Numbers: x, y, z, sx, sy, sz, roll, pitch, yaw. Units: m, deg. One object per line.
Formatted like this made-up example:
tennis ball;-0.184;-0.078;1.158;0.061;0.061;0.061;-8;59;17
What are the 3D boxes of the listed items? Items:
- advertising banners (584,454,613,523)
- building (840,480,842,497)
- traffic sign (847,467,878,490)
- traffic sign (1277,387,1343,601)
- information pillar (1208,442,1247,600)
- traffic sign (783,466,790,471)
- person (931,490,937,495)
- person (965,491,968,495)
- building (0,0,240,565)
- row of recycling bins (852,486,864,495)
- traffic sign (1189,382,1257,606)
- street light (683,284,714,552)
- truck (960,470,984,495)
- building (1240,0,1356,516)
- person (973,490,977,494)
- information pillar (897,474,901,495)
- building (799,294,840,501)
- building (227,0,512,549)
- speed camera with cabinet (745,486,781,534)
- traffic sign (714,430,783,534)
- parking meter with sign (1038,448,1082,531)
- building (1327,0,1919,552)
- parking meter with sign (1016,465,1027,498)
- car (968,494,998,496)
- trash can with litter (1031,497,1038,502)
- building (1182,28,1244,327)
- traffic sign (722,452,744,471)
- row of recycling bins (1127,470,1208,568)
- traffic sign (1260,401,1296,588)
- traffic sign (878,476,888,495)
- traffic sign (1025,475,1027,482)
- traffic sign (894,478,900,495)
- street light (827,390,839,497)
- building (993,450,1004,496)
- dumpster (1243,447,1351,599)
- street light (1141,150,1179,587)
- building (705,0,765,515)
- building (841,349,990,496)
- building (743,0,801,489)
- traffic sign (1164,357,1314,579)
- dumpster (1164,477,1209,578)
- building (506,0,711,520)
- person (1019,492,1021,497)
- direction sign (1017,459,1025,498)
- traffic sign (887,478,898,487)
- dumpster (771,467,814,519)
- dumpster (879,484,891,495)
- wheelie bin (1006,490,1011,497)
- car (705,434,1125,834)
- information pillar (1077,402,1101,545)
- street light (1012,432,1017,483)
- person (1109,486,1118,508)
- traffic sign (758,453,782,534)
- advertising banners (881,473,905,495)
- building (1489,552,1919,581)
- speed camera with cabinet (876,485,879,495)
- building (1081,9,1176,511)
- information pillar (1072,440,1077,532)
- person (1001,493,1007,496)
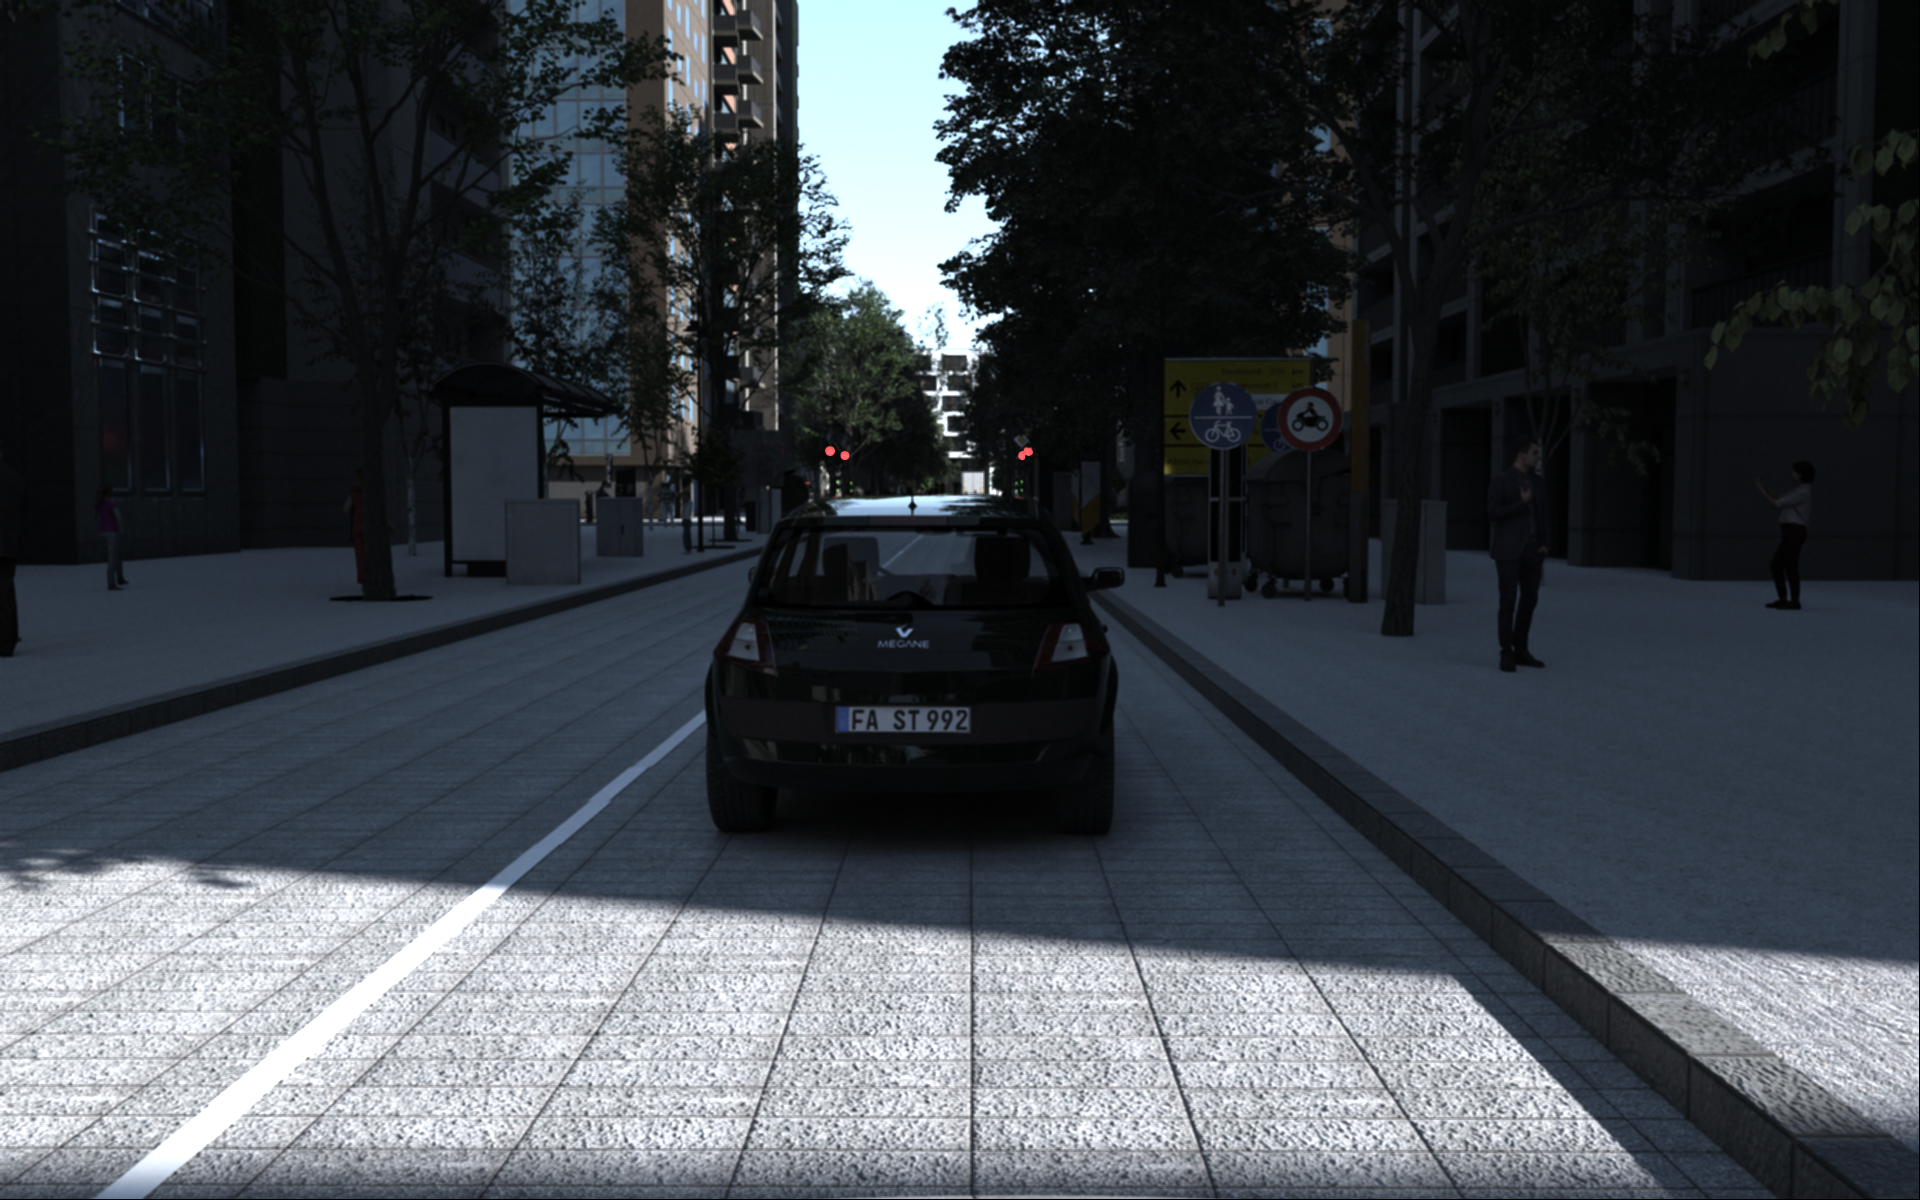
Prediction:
advertising banners;-15.940;-4.910;76.465;2.074;3.025;0.090;3;5;43
building;-18.436;-21.745;211.953;11.380;20.091;16.016;0;4;0
traffic sign;-6.581;-7.428;115.326;2.265;3.308;0.079;0;4;1
traffic sign;4.162;-1.257;20.650;0.768;2.556;0.104;1;4;9
information pillar;3.229;-1.014;21.063;0.304;2.012;0.304;-3;5;-41
traffic sign;-7.951;-4.868;79.704;0.768;2.556;0.104;0;4;3
person;-2.534;-9.715;167.303;1.348;1.831;0.705;-1;4;-15
person;0.619;-11.397;195.576;0.721;1.736;1.217;-2;4;-32
building;-25.175;-43.277;20.245;22.319;86.520;31.000;0;4;0
row of recycling bins;-5.585;-5.067;89.953;1.069;1.692;3.534;0;4;-8
traffic sign;2.992;-1.201;19.748;0.768;2.556;0.104;1;4;10
street light;-5.767;-4.009;38.329;0.468;5.910;1.993;0;4;0
truck;1.429;-13.303;206.409;2.839;4.237;11.283;0;4;-1
building;22.843;-26.951;90.763;14.200;45.320;14.600;0;4;0
person;1.506;-9.892;170.221;1.348;1.826;0.705;-1;4;-11
information pillar;-4.961;-9.102;140.169;0.183;3.616;0.504;2;4;25
building;-21.261;-18.442;167.990;16.747;18.905;31.486;0;4;0
building;-28.137;-30.991;48.706;28.212;58.520;21.231;0;4;0
speed camera with cabinet;-6.438;-3.807;56.587;0.660;3.252;2.038;1;4;13
traffic sign;-6.765;-3.754;55.248;2.265;3.308;0.079;0;4;2
parking meter with sign;3.568;-3.888;59.831;1.738;3.016;0.543;0;4;4
building;21.636;-37.328;48.561;20.563;71.187;20.611;0;4;0
parking meter with sign;4.294;-6.592;104.044;1.738;3.016;0.543;2;4;24
car;0.729;-3.073;60.473;2.015;1.641;3.980;0;4;-1
trash can with litter;3.911;-4.193;79.611;2.233;1.210;1.678;0;4;-1
building;20.079;-20.426;105.663;14.160;30.474;14.107;0;4;0
traffic sign;-6.805;-3.157;51.722;0.768;2.556;0.104;0;4;8
row of recycling bins;4.012;-1.491;31.489;1.069;1.692;3.534;2;4;27
traffic sign;4.454;-1.436;23.577;0.768;2.556;0.104;0;4;5
traffic sign;-5.345;-7.284;119.204;0.768;2.556;0.104;0;4;4
traffic sign;4.309;-6.739;110.281;0.768;2.556;0.104;0;4;4
traffic sign;-5.087;-8.290;135.648;0.768;2.556;0.104;0;4;2
street light;-5.619;-6.373;76.992;0.468;5.910;1.993;0;4;0
building;18.575;-18.723;248.268;28.070;9.664;9.099;0;4;0
dumpster;4.308;-0.987;21.891;1.264;1.857;1.865;0;4;0
street light;2.773;-3.119;23.783;0.468;5.910;1.993;0;4;0
building;-24.818;-28.075;113.659;22.147;44.769;28.867;0;4;0
building;-12.001;-25.290;257.461;32.646;21.610;27.936;0;4;0
building;-20.224;-27.651;135.692;14.154;41.232;14.086;0;4;0
traffic sign;4.123;-1.960;25.925;2.265;3.308;0.079;0;4;4
dumpster;3.827;-1.302;27.050;1.264;1.857;1.865;0;4;0
building;-21.201;-26.975;91.160;14.600;45.320;14.200;0;4;0
person;4.757;-7.802;133.737;0.434;1.807;0.598;3;5;44
direction sign;4.109;-7.279;111.014;0.876;3.537;0.379;0;4;-5
traffic sign;-5.141;-8.121;132.781;0.884;2.594;0.081;0;4;4
dumpster;-6.126;-3.685;62.747;1.502;2.255;1.985;0;4;0
dumpster;-6.414;-8.516;141.726;1.502;2.255;1.985;0;4;0
wheelie bin;3.803;-7.244;126.350;0.980;1.594;0.693;3;4;38
car;-0.148;0.065;8.718;2.009;1.686;4.222;0;4;2
information pillar;3.311;-3.215;43.914;0.504;3.616;0.183;1;4;19
street light;3.393;-8.163;106.252;0.468;5.910;1.993;0;4;0
person;8.843;-5.803;101.456;0.750;1.759;0.617;-1;4;-9
traffic sign;-5.956;-3.312;54.254;0.768;2.556;0.104;0;4;6
advertising banners;-5.500;-8.991;143.198;2.074;3.025;0.090;0;4;-6
building;21.076;-36.063;27.885;20.563;71.187;20.611;0;4;0
speed camera with cabinet;-6.739;-7.932;124.024;2.038;3.252;0.660;-3;5;-44
building;20.848;-50.261;134.444;22.319;86.520;31.000;0;4;0
information pillar;3.907;-4.111;58.575;0.183;3.616;0.504;2;4;25
person;4.393;-9.920;167.860;1.348;1.869;0.705;-3;4;-37
